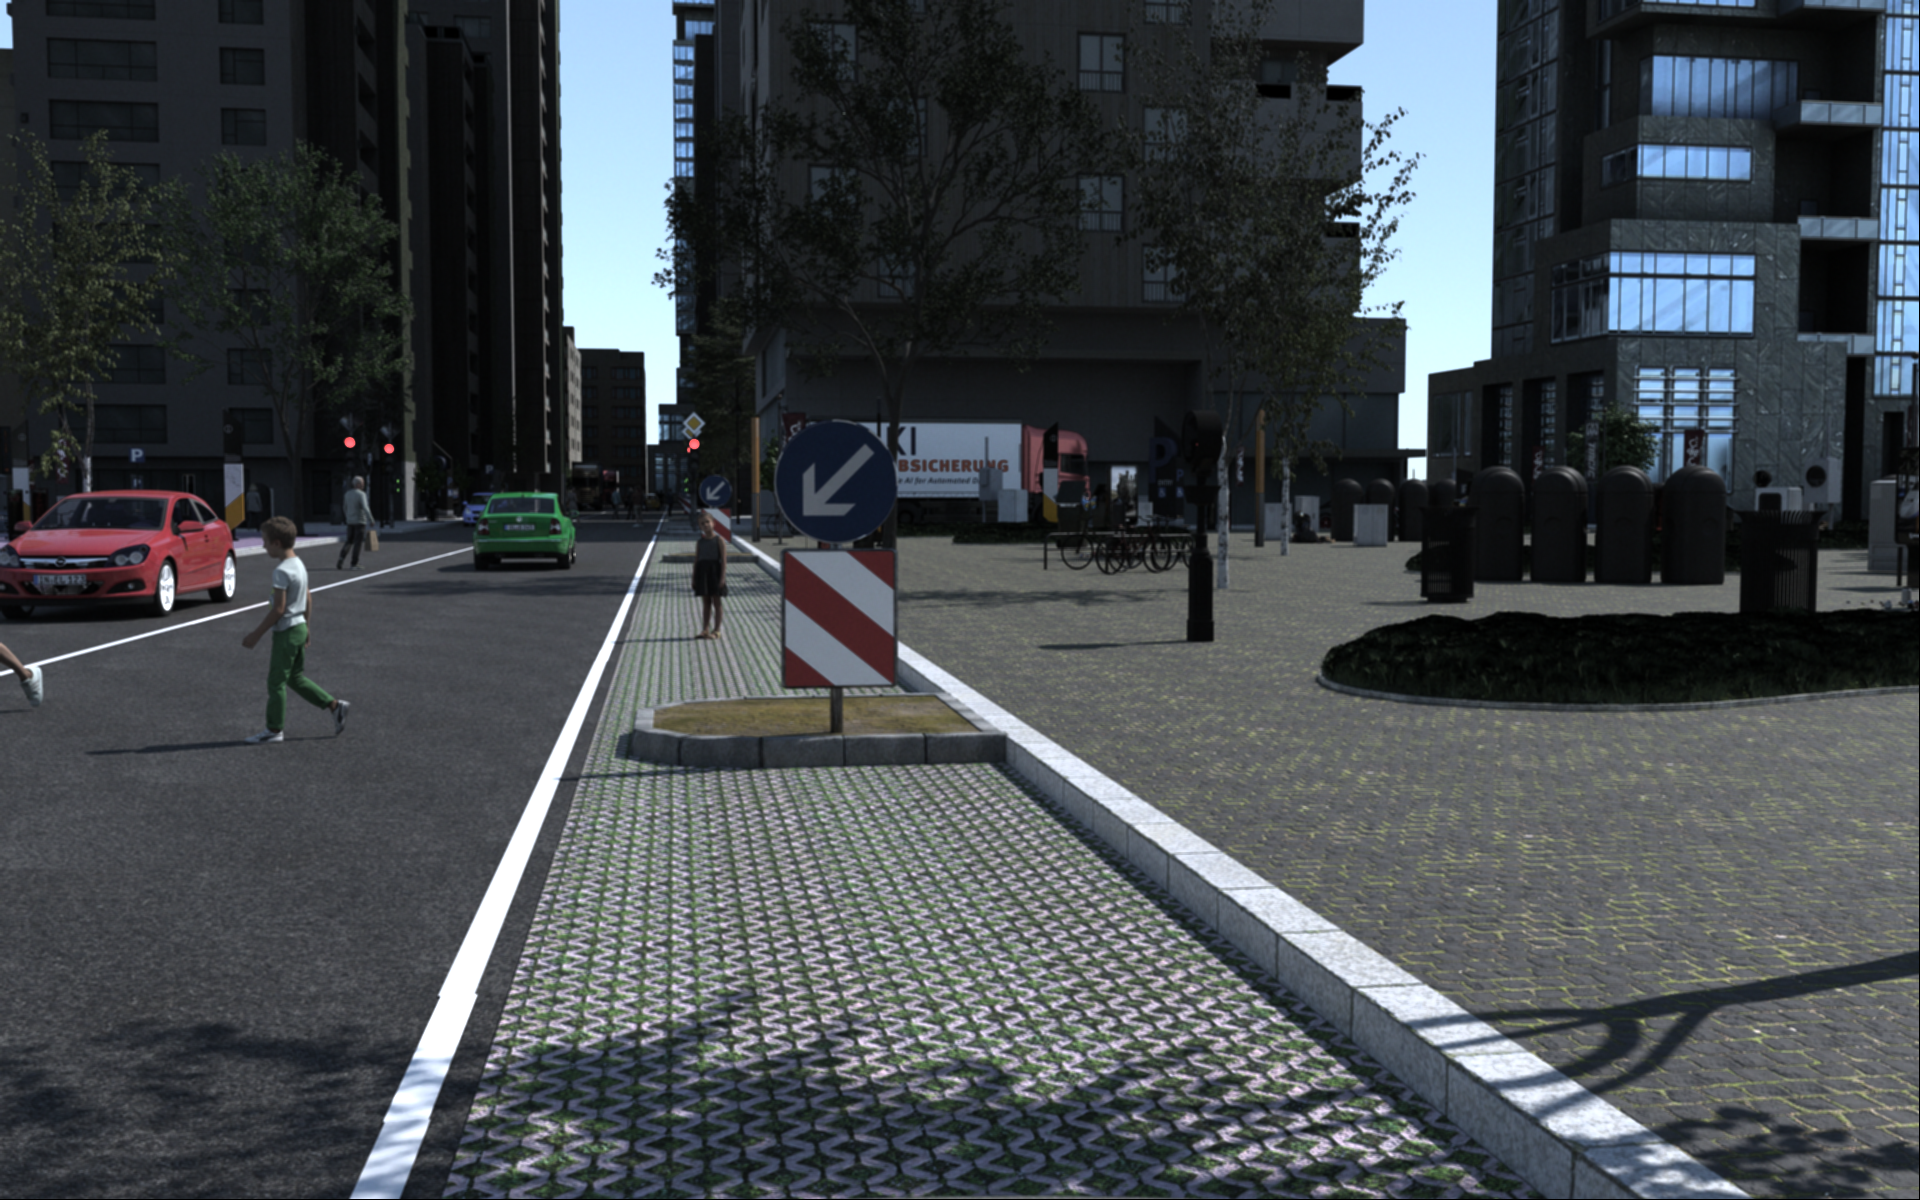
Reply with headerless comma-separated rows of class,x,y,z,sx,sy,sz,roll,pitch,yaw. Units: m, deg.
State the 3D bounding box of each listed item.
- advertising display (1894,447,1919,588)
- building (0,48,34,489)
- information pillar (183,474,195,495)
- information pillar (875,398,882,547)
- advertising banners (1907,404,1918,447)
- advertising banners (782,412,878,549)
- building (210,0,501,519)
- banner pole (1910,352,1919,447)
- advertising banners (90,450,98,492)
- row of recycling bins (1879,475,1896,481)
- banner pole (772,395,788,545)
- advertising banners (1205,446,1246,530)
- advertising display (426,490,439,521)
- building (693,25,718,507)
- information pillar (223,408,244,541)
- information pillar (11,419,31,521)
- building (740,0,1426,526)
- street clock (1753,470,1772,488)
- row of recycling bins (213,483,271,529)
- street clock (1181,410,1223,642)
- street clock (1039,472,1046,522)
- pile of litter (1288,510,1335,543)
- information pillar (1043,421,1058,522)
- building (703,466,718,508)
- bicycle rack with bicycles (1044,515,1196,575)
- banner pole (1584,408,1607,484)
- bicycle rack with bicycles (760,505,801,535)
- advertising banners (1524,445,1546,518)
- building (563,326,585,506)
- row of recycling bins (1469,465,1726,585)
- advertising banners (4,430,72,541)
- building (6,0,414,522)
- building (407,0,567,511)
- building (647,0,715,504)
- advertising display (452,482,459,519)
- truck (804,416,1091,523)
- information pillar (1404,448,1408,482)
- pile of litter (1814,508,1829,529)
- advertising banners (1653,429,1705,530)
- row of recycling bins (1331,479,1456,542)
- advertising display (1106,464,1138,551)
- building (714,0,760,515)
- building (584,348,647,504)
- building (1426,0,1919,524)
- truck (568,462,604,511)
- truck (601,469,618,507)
advertising display,13.105,-1.126,23.617,0.123,1.923,0.974,0,4,-5
building,-105.551,-34.818,192.979,21.600,48.544,21.300,-1,4,-9
information pillar,-28.872,-3.694,64.882,0.304,2.012,0.304,3,4,38
information pillar,-1.960,-3.093,41.931,0.183,3.616,0.504,0,4,-3
advertising banners,18.779,-2.359,34.755,0.090,3.025,2.074,1,4,9
advertising banners,-2.786,-2.503,37.107,2.074,3.025,0.090,0,4,5
building,-36.524,-20.515,107.120,14.160,30.474,14.107,-1,4,-9
banner pole,17.003,-2.492,30.765,0.863,3.779,0.401,-3,5,-41
advertising banners,-33.578,-4.350,67.304,0.090,3.025,2.074,-3,5,-39
row of recycling bins,21.253,-1.801,36.562,3.534,1.692,1.069,2,4,24
banner pole,-4.446,-3.270,43.481,0.401,3.779,0.863,-2,4,-26
advertising banners,9.545,-4.036,62.184,2.074,3.025,0.090,-3,4,-37
advertising display,-25.013,-4.702,82.095,0.974,1.923,0.123,3,5,45
building,-16.408,-33.912,178.162,21.300,48.544,21.600,-1,4,-9
information pillar,-19.881,-3.426,47.373,0.504,3.616,0.183,0,4,-8
information pillar,-29.471,-3.855,54.392,0.504,3.616,0.183,0,4,-4
building,3.357,-30.031,80.241,27.495,52.752,28.713,-1,4,-9
street clock,24.574,-2.967,53.086,0.358,2.002,0.471,-3,5,-42
row of recycling bins,-27.059,-3.553,65.203,3.534,1.692,1.069,3,5,43
street clock,2.098,-0.642,15.064,0.358,2.002,0.471,-1,4,-10
street clock,2.778,-3.246,57.639,0.358,2.002,0.471,1,4,12
pile of litter,9.228,-1.945,45.761,1.176,0.858,1.719,-1,4,-9
information pillar,2.922,-3.927,55.565,0.504,3.616,0.183,0,4,2
building,-12.951,-43.923,156.385,20.563,71.187,20.611,-1,4,-9
bicycle rack with bicycles,2.861,-0.956,29.012,2.925,0.926,2.852,-2,4,-30
banner pole,18.677,-3.720,50.835,0.401,3.779,0.863,-3,4,-39
bicycle rack with bicycles,-5.106,-2.625,56.295,2.925,0.926,2.852,-3,5,-44
advertising banners,19.977,-4.028,62.041,2.074,3.025,0.090,0,4,-7
building,-58.793,-21.599,198.190,28.899,21.520,27.650,-1,4,-9
row of recycling bins,9.243,-1.110,25.261,3.534,1.692,1.069,1,4,22
advertising banners,-25.120,-3.121,47.223,2.074,3.025,0.090,1,4,9
building,-33.560,-18.840,79.737,14.160,30.474,14.107,-1,4,-9
building,-37.505,-27.325,130.353,14.154,41.232,14.086,-1,4,-9
building,-27.005,-56.424,235.198,31.000,86.520,22.319,-1,4,-9
advertising display,-26.723,-5.227,90.682,0.974,1.923,0.123,-1,4,-14
truck,-0.153,-4.626,64.546,11.283,4.237,2.839,-1,4,-11
information pillar,22.484,-5.905,87.900,0.504,3.616,0.183,3,4,37
pile of litter,31.045,-2.972,62.563,1.719,0.858,1.176,-2,4,-31
advertising banners,19.103,-3.114,47.105,2.074,3.025,0.090,1,4,20
row of recycling bins,11.922,-2.451,47.192,3.534,1.692,1.069,0,4,3
advertising display,3.545,-1.997,37.871,0.123,1.923,0.974,3,5,44
building,-6.411,-35.369,120.282,21.231,58.520,28.212,-1,4,-9
building,-57.198,-23.775,233.760,28.899,21.520,27.650,-1,4,-9
building,40.538,-47.094,82.666,31.000,86.520,22.319,-1,4,-9
truck,-33.008,-10.063,153.447,2.839,4.237,11.283,-1,4,-10
truck,-39.549,-12.524,193.682,2.839,4.237,11.283,-1,4,-10
